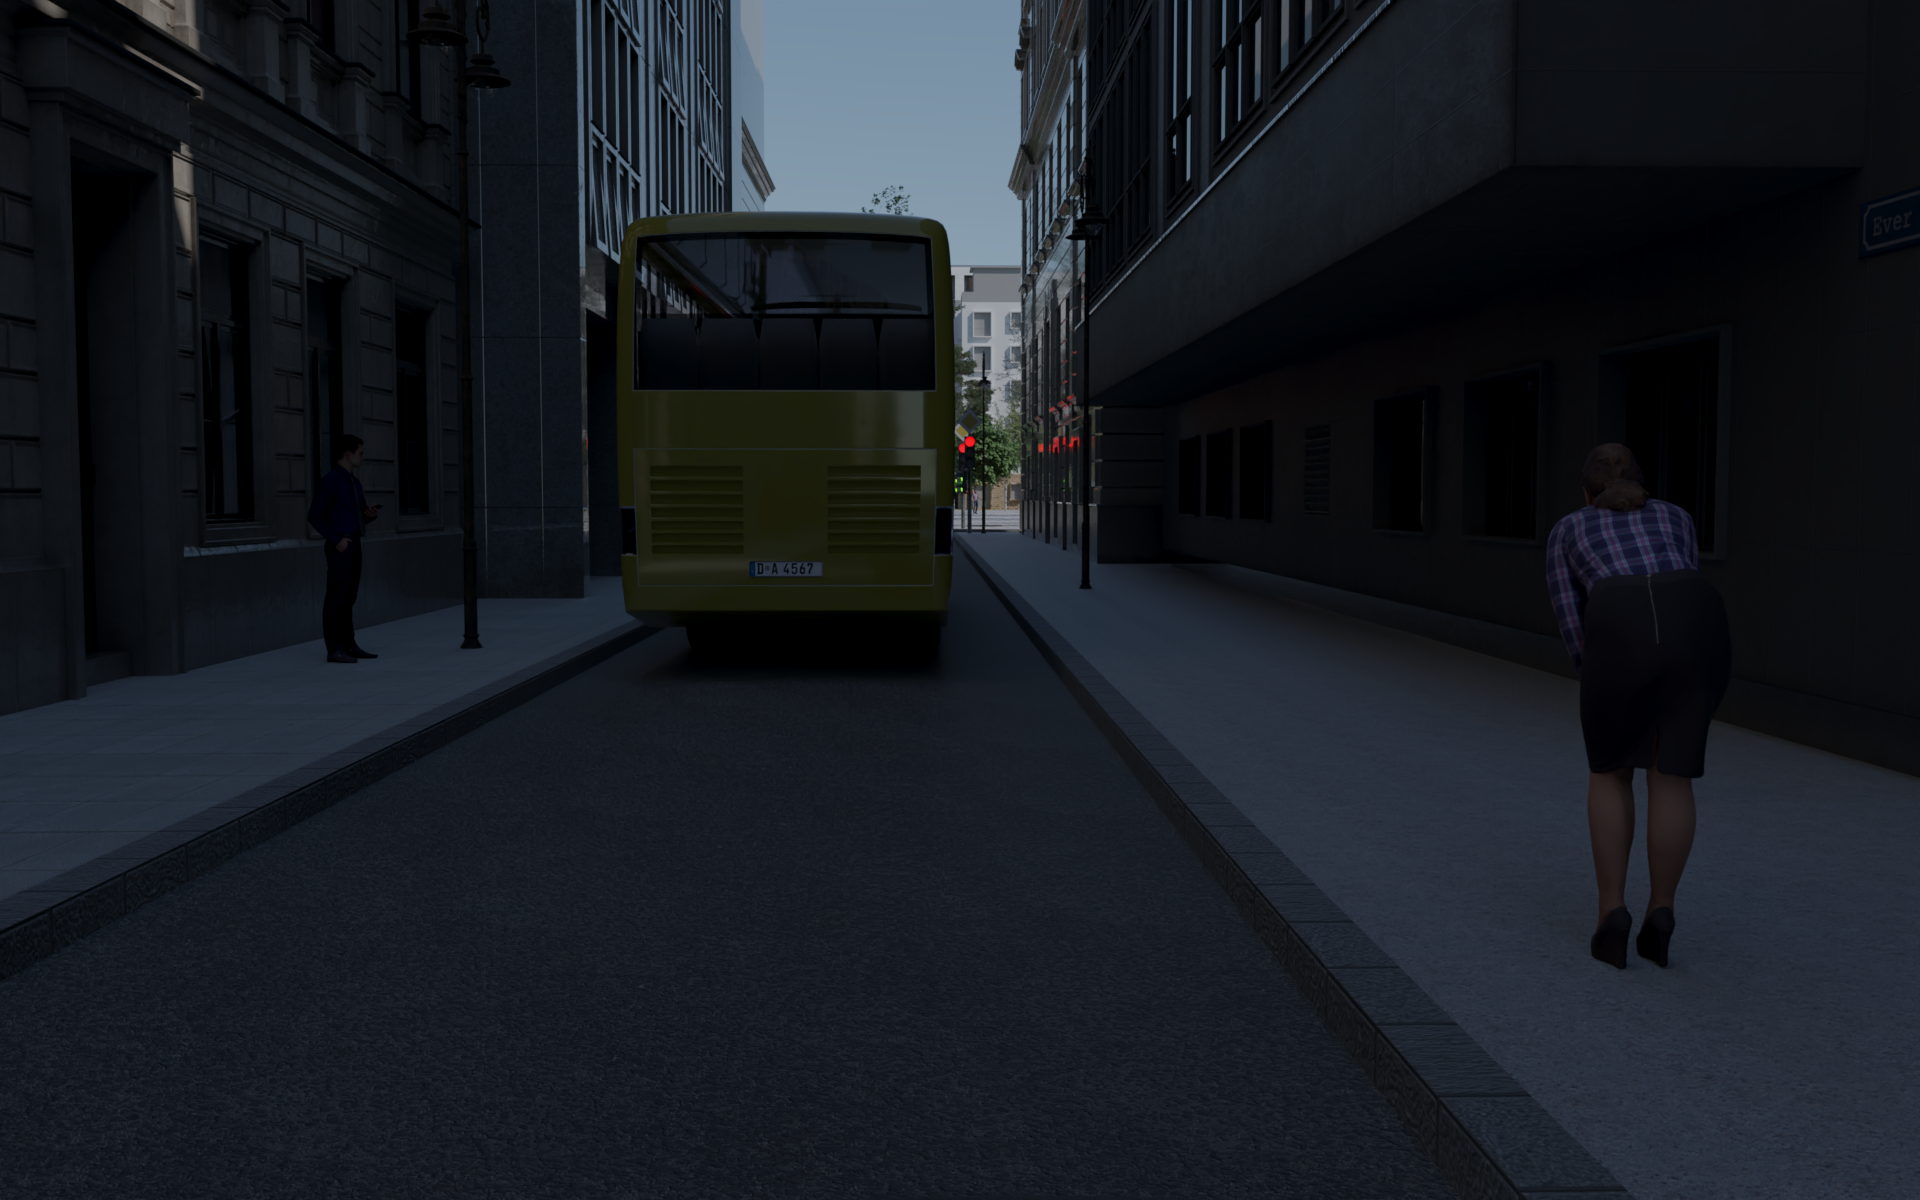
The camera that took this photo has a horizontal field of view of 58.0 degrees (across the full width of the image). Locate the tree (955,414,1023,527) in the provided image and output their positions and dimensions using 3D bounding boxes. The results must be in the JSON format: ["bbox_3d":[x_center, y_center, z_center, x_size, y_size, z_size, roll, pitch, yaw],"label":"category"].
[{"bbox_3d":[0.880,-5.207,68.855,4.285,4.588,4.351,0,3,0],"label":"tree"}]

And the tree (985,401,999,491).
[{"bbox_3d":[3.465,-11.041,130.887,4.737,8.622,4.395,0,3,0],"label":"tree"}]

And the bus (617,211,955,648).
[{"bbox_3d":[-1.407,-1.676,18.955,2.896,3.916,12.252,0,4,-1],"label":"bus"}]

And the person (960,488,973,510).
[{"bbox_3d":[0.709,-8.308,141.811,1.348,1.831,0.705,0,4,-5],"label":"person"}]

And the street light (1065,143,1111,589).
[{"bbox_3d":[1.701,-3.088,23.281,0.468,5.910,1.993,0,4,-1],"label":"street light"}]

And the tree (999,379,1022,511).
[{"bbox_3d":[5.128,-10.080,115.165,4.737,8.622,4.395,0,3,0],"label":"tree"}]

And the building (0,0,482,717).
[{"bbox_3d":[-10.274,-8.946,10.893,10.561,19.102,19.286,0,4,-1],"label":"building"}]

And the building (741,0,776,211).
[{"bbox_3d":[-18.192,-15.430,49.551,25.104,27.353,12.463,0,4,-1],"label":"building"}]

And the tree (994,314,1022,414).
[{"bbox_3d":[9.841,-11.548,99.174,12.009,13.543,11.850,0,3,0],"label":"tree"}]

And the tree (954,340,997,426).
[{"bbox_3d":[-0.881,-14.202,139.627,7.806,13.903,7.818,0,3,0],"label":"tree"}]

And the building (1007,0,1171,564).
[{"bbox_3d":[7.856,-15.042,43.208,12.463,27.353,25.104,0,4,-1],"label":"building"}]

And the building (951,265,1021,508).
[{"bbox_3d":[11.535,-20.028,171.432,27.936,21.610,32.646,0,4,-1],"label":"building"}]

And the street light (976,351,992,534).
[{"bbox_3d":[0.764,-5.097,56.124,0.468,5.910,1.993,0,4,-1],"label":"street light"}]

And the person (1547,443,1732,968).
[{"bbox_3d":[1.856,0.273,4.809,0.421,1.427,0.697,0,4,6],"label":"person"}]

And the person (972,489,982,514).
[{"bbox_3d":[0.990,-6.224,109.766,0.963,1.587,0.435,-3,5,-43],"label":"person"}]

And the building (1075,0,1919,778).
[{"bbox_3d":[9.382,-13.751,18.340,14.314,27.812,24.014,0,4,-1],"label":"building"}]

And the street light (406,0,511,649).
[{"bbox_3d":[-4.071,-2.536,14.250,0.468,5.910,1.993,0,4,-1],"label":"street light"}]

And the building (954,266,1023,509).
[{"bbox_3d":[7.341,-17.919,149.396,16.016,20.091,11.380,0,4,-1],"label":"building"}]

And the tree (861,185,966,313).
[{"bbox_3d":[-5.955,-15.260,105.386,12.611,20.169,13.585,0,3,0],"label":"tree"}]

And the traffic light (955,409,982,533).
[{"bbox_3d":[0.294,-4.112,56.478,0.839,4.213,0.868,0,4,-1],"label":"traffic light"}]

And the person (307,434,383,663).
[{"bbox_3d":[-4.658,-0.399,13.272,0.504,1.737,0.576,0,4,-3],"label":"person"}]

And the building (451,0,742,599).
[{"bbox_3d":[-10.867,-12.982,30.283,12.078,24.808,19.932,0,4,-1],"label":"building"}]

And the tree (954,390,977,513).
[{"bbox_3d":[-0.644,-10.181,116.826,4.360,8.622,3.978,0,3,0],"label":"tree"}]
